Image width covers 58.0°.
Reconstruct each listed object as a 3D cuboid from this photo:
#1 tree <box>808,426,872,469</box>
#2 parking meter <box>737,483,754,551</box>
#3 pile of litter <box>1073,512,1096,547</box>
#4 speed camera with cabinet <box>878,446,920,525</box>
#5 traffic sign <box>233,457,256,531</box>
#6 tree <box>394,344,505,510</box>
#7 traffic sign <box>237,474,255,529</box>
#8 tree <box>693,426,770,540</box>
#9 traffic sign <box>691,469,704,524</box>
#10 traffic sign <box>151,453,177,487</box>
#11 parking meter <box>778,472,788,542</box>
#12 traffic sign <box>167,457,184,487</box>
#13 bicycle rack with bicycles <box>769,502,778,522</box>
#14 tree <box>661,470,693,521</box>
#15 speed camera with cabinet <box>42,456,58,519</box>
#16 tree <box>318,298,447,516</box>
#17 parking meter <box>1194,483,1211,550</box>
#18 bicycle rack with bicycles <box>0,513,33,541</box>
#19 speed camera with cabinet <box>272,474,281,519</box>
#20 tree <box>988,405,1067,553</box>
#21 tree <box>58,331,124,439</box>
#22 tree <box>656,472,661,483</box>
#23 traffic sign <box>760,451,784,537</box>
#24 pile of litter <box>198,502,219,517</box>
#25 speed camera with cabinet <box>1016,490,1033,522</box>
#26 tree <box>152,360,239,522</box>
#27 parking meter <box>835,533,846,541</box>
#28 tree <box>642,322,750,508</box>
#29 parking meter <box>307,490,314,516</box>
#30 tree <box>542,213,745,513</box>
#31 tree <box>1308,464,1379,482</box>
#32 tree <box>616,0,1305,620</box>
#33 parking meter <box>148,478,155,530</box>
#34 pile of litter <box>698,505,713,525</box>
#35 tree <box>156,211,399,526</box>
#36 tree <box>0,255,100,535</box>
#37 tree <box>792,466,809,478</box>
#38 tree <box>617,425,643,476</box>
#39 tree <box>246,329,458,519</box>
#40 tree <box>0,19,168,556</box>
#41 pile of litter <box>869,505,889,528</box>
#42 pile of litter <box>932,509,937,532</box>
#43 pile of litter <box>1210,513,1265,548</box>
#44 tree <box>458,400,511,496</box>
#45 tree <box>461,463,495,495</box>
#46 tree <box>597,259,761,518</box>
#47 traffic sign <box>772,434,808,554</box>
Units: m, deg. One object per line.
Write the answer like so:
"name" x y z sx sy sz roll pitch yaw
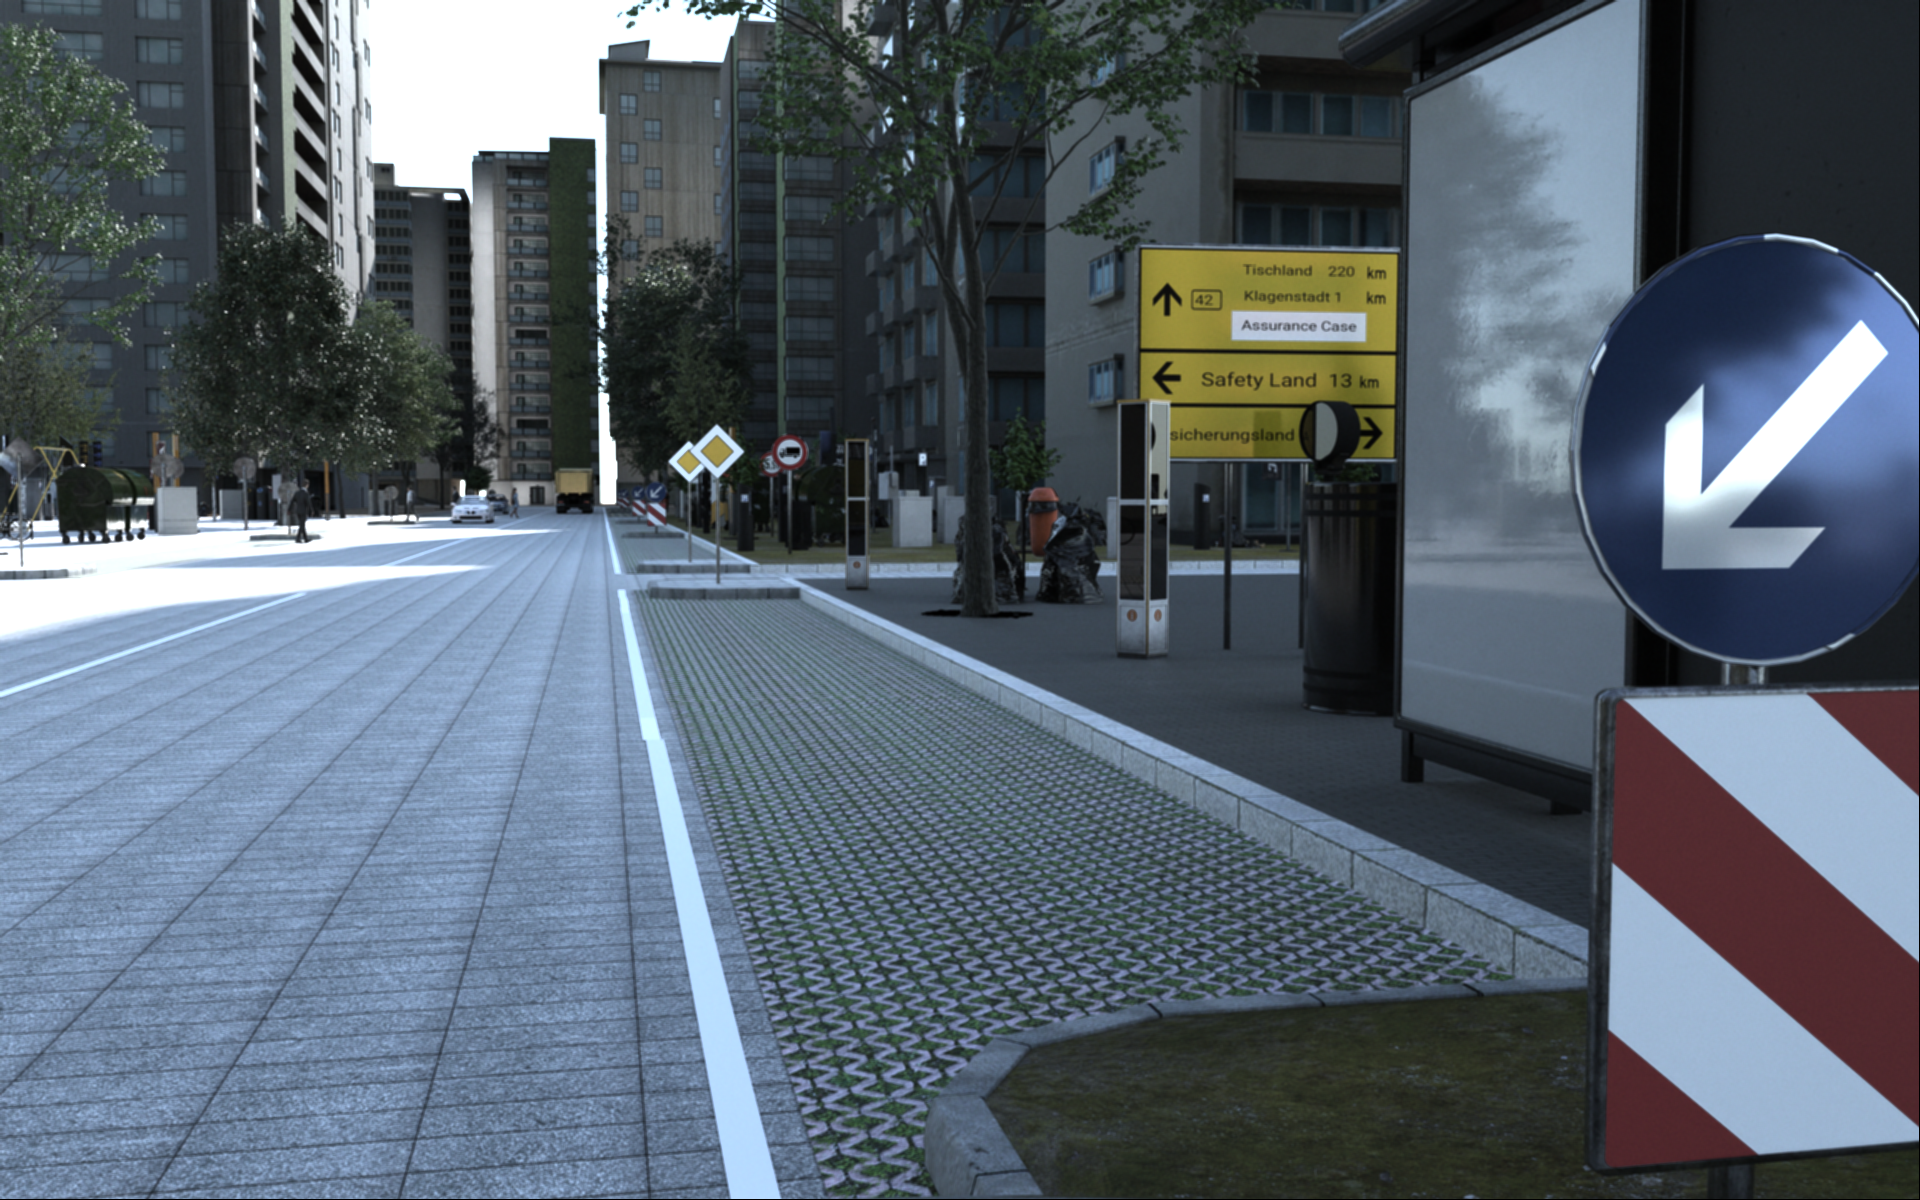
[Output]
"tree" -5.730 -6.089 83.271 4.285 4.588 4.351 0 3 0
"parking meter" -4.827 -1.870 38.984 0.372 1.533 0.369 0 3 0
"pile of litter" 2.613 -1.635 40.697 1.176 0.858 1.719 2 4 32
"speed camera with cabinet" -2.518 -4.731 71.683 0.660 3.252 2.038 3 4 38
"traffic sign" -24.756 -3.660 59.944 0.768 2.556 0.104 0 4 -5
"tree" -42.436 -14.152 141.750 12.009 13.543 11.850 0 3 0
"traffic sign" -25.928 -3.719 62.929 0.606 2.300 0.079 0 4 -5
"tree" -6.372 -3.336 49.151 1.663 3.219 1.824 0 3 0
"traffic sign" -10.328 -4.035 68.102 0.606 2.300 0.079 0 4 -2
"traffic sign" -24.880 -3.304 54.129 0.768 2.556 0.104 0 4 -8
"parking meter" -4.649 -2.480 46.256 0.399 1.863 0.255 -1 4 -16
"traffic sign" -26.785 -3.596 58.896 0.768 2.556 0.104 -1 4 -10
"bicycle rack with bicycles" -9.470 -4.125 80.832 2.925 0.926 2.852 -1 4 -22
"tree" -12.657 -5.310 81.414 1.663 3.219 1.824 0 3 0
"speed camera with cabinet" -47.277 -5.846 89.921 0.660 3.252 2.038 1 4 10
"tree" -33.825 -11.160 100.592 7.486 12.596 7.792 0 3 0
"parking meter" 5.597 -1.934 40.028 0.372 1.533 0.369 0 3 0
"bicycle rack with bicycles" -26.574 -2.064 47.126 2.925 0.926 2.852 0 4 6
"speed camera with cabinet" -30.828 -5.174 78.925 0.660 3.252 2.038 -1 4 -9
"tree" 1.232 -2.650 37.930 1.663 3.219 1.824 0 3 0
"tree" -40.783 -7.890 79.358 4.737 8.622 4.395 0 3 0
"tree" -23.460 -8.648 135.989 1.663 3.219 1.824 0 3 0
"traffic sign" -5.615 -3.160 51.776 0.768 2.556 0.104 -1 4 -8
"pile of litter" -41.786 -5.041 96.386 1.176 0.858 1.719 0 4 5
"speed camera with cabinet" 3.622 -5.202 79.395 2.038 3.252 0.660 0 4 -6
"tree" -34.562 -7.896 79.460 4.360 8.622 3.978 0 3 0
"parking meter" -3.256 -2.568 47.701 0.399 1.863 0.255 2 4 24
"tree" -11.026 -7.509 73.133 4.737 8.622 4.395 0 3 0
"parking meter" -37.214 -5.556 99.244 0.372 1.533 0.369 0 3 0
"tree" -21.380 -16.047 118.261 12.611 20.169 13.585 0 3 0
"tree" 8.805 -2.721 39.087 1.663 3.219 1.824 0 3 0
"tree" 0.028 -5.635 17.882 9.928 11.665 9.643 0 3 0
"parking meter" -28.820 -3.433 61.839 0.255 1.863 0.399 -1 4 -16
"pile of litter" -10.370 -3.486 70.966 1.176 0.858 1.719 3 5 39
"tree" -27.735 -9.403 70.749 9.611 12.733 9.660 0 3 0
"tree" -29.259 -6.344 54.086 4.360 8.622 3.978 0 3 0
"tree" -9.419 -6.650 103.323 1.663 3.219 1.824 0 3 0
"tree" -27.962 -12.428 153.556 4.737 8.622 4.395 0 3 0
"tree" -32.302 -9.506 89.835 7.601 10.594 8.767 3 4 38
"tree" -20.618 -6.750 36.113 9.928 11.665 9.643 0 3 0
"pile of litter" -3.433 -3.196 66.215 1.719 0.858 1.176 -2 4 -27
"pile of litter" -0.777 -2.747 58.883 1.176 0.858 1.719 -1 4 -13
"pile of litter" 6.690 -1.708 41.889 1.176 0.858 1.719 -1 4 -12
"tree" -46.421 -13.928 162.127 8.767 10.594 7.601 -1 4 -18
"tree" -49.127 -11.799 176.623 4.285 4.588 4.351 0 3 0
"tree" -15.142 -11.442 93.731 9.857 13.997 8.962 0 3 0
"traffic sign" -3.623 -2.249 36.871 0.768 2.556 0.104 -1 4 -11
